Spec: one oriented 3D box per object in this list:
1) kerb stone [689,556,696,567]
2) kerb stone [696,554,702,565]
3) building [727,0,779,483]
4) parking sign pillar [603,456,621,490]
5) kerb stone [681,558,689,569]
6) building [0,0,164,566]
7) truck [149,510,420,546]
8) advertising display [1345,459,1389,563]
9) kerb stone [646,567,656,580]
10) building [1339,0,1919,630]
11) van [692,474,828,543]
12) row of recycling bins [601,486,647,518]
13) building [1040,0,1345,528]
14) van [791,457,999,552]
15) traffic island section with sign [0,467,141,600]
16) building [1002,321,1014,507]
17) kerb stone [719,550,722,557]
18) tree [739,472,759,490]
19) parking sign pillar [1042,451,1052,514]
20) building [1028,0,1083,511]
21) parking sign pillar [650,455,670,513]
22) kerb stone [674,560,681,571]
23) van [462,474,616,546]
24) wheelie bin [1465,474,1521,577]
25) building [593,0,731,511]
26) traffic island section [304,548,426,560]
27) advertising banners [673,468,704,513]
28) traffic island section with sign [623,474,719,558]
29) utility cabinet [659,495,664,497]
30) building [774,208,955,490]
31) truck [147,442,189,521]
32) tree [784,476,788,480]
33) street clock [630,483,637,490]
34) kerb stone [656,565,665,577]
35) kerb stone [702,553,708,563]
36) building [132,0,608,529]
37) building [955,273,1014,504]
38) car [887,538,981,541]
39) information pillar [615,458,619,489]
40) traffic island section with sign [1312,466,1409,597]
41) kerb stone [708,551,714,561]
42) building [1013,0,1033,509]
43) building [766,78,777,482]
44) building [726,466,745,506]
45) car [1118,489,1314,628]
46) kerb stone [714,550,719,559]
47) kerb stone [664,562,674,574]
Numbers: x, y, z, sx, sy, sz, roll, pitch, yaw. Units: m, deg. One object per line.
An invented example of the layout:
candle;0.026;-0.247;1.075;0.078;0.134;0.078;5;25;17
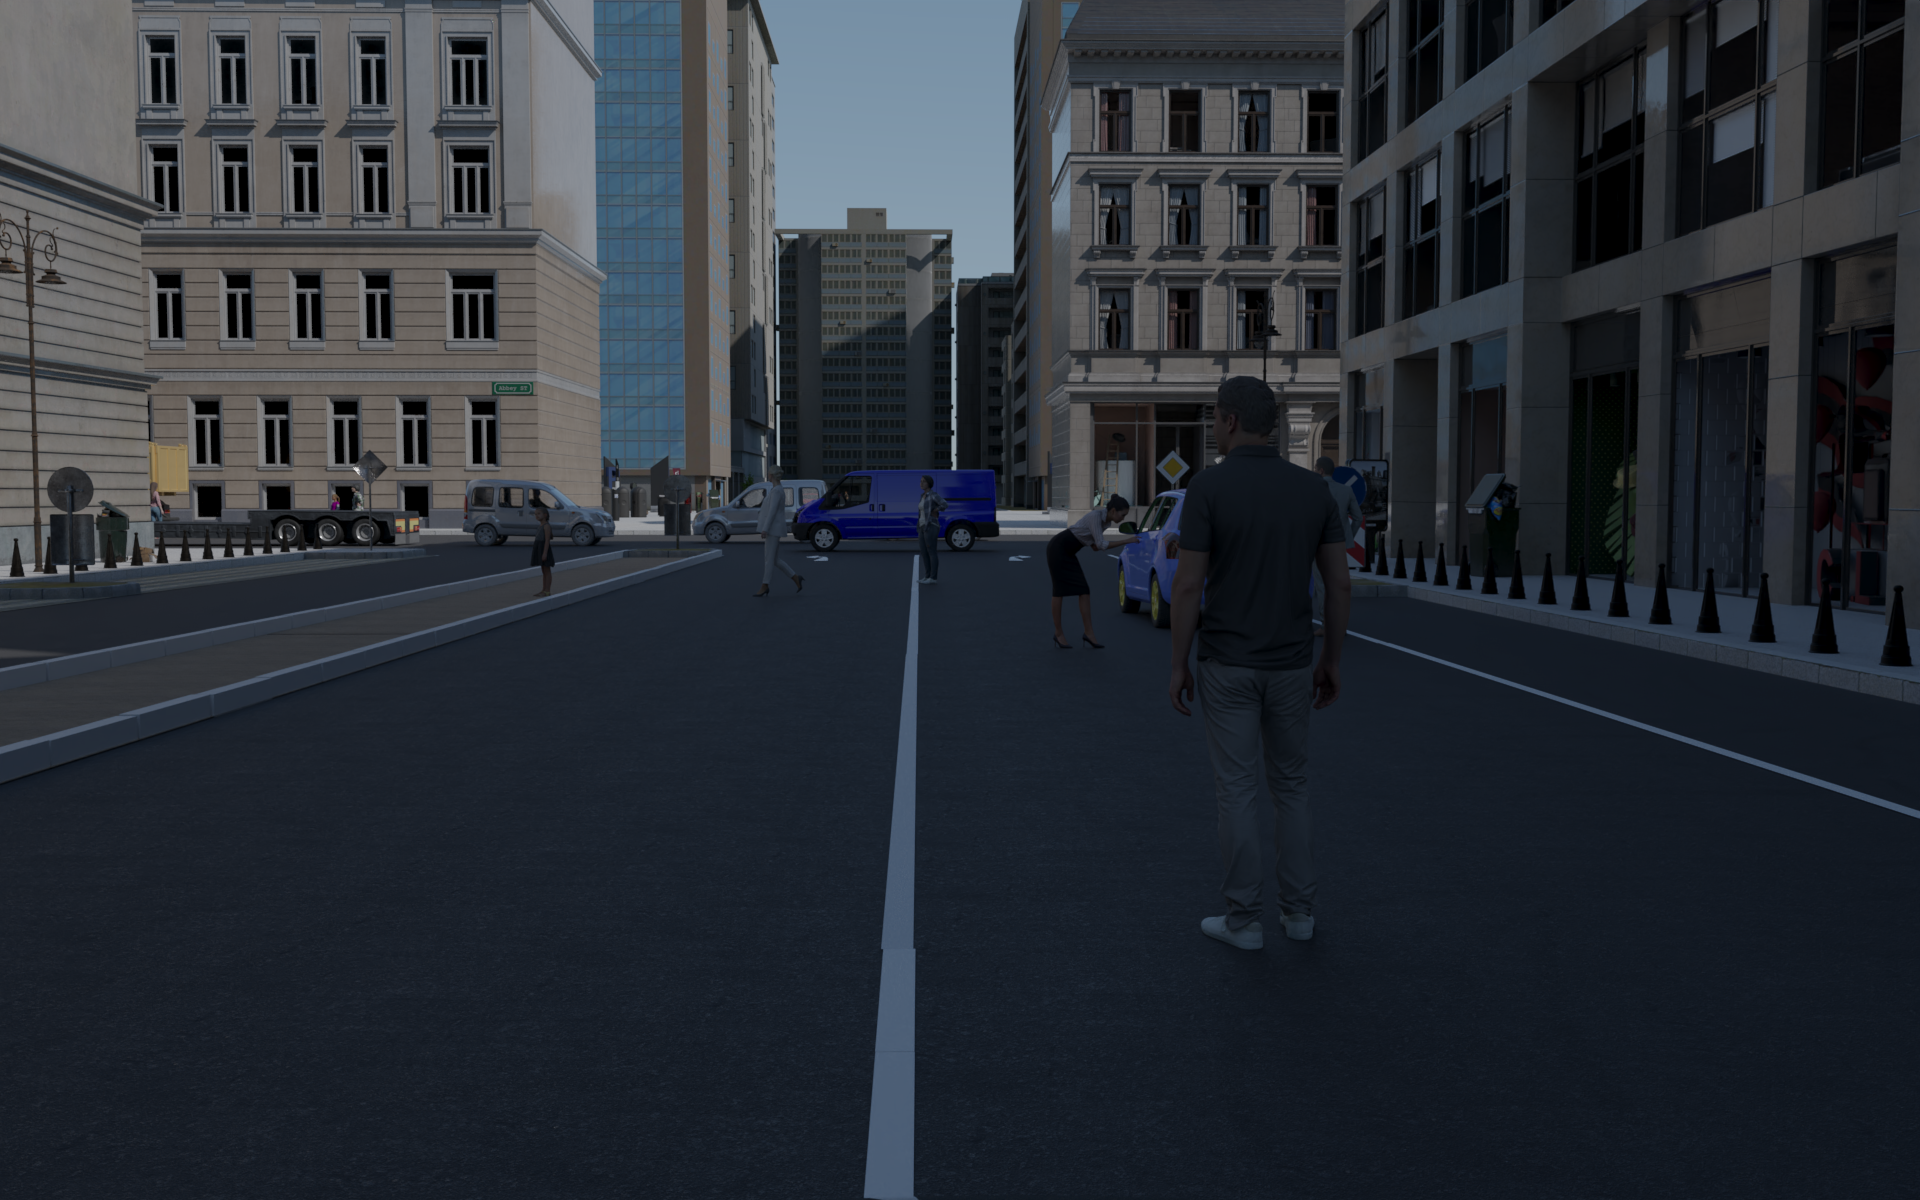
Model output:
kerb stone;-5.398;-0.734;34.196;0.120;0.150;1.000;0;4;-1
kerb stone;-5.420;-0.797;35.225;0.120;0.150;1.000;0;4;-1
building;-33.786;-36.265;182.177;27.495;52.752;28.713;0;4;-1
parking sign pillar;-24.844;-8.274;123.750;1.447;3.967;1.447;2;4;34
kerb stone;-5.373;-0.666;33.172;0.120;0.150;1.000;0;4;-1
building;-34.022;-12.945;30.732;34.723;24.649;14.460;0;4;-1
truck;-24.825;-3.566;48.058;18.799;4.110;2.967;0;4;-2
advertising display;7.493;-1.634;31.930;0.974;1.923;0.123;-2;4;-30
kerb stone;-5.276;-0.420;29.067;0.120;0.150;1.000;0;4;-1
building;18.513;-13.273;21.525;19.350;26.468;34.151;0;4;-1
van;-5.825;-2.689;50.978;4.112;2.044;2.013;0;4;-2
row of recycling bins;-18.771;-5.317;94.045;3.534;1.692;1.069;-2;4;-24
building;5.244;-13.283;68.090;40.483;20.767;10.553;0;4;-1
van;-1.639;-2.407;43.736;5.245;2.365;2.240;0;4;-2
traffic island section with sign;-12.724;-0.958;24.295;1.989;1.847;2.006;0;4;-1
building;18.922;-20.708;183.615;27.650;21.520;28.899;0;4;-1
kerb stone;-5.522;-1.049;39.338;0.120;0.150;1.000;0;4;-1
tree;-17.993;-9.453;149.157;1.663;3.219;1.824;0;3;0
parking sign pillar;5.892;-7.390;109.304;1.447;3.967;1.447;1;4;19
building;12.923;-29.917;139.249;14.600;45.320;14.200;0;4;-1
parking sign pillar;-20.923;-8.102;120.946;1.447;3.967;1.447;1;4;9
kerb stone;-5.350;-0.608;32.144;0.120;0.150;1.000;0;4;-1
van;-11.696;-2.522;48.250;4.112;2.044;2.013;0;4;-3
wheelie bin;8.284;-1.162;26.914;0.693;1.594;0.980;-1;4;-10
building;-25.964;-29.770;136.843;14.600;45.320;14.200;0;4;-1
traffic island section;-13.396;-1.044;39.343;2.009;0.180;2.903;0;4;-1
advertising banners;-18.286;-7.361;116.533;2.074;3.025;0.090;0;4;-4
traffic island section with sign;-6.572;-1.933;39.736;2.006;1.907;1.989;0;4;-1
utility cabinet;-18.103;-5.756;105.270;0.306;1.237;1.020;-1;4;-8
building;-12.787;-33.400;237.964;23.993;40.220;32.217;0;4;-1
truck;-31.327;-3.810;58.213;9.791;3.379;3.469;0;4;-1
tree;-18.776;-11.724;186.289;1.663;3.219;1.824;0;3;0
street clock;-20.615;-6.408;109.345;0.358;2.002;0.471;2;4;24
kerb stone;-5.299;-0.475;30.091;0.120;0.150;1.000;0;4;-1
kerb stone;-5.446;-0.853;36.249;0.120;0.150;1.000;0;4;-1
building;-25.343;-17.325;69.169;20.117;28.700;13.634;0;4;-1
building;6.481;-27.978;229.144;14.107;30.474;14.160;0;4;-1
car;-0.763;-2.513;53.669;3.894;1.354;1.945;0;4;0
information pillar;-22.518;-7.490;113.809;0.183;3.616;0.504;0;4;7
traffic island section with sign;5.247;-1.004;25.051;1.989;1.847;2.006;0;4;-1
kerb stone;-5.466;-0.923;37.280;0.120;0.150;1.000;0;4;-1
building;16.088;-32.638;157.328;21.300;48.544;21.600;0;4;-1
building;-38.863;-42.150;231.144;28.212;58.520;21.231;0;4;-1
building;-30.096;-43.784;154.113;20.563;71.187;20.611;0;4;-1
car;2.835;-0.628;19.852;1.945;1.707;3.694;0;4;-3
kerb stone;-5.496;-0.982;38.306;0.120;0.150;1.000;0;4;-1
kerb stone;-5.324;-0.546;31.115;0.120;0.150;1.000;0;4;-1
